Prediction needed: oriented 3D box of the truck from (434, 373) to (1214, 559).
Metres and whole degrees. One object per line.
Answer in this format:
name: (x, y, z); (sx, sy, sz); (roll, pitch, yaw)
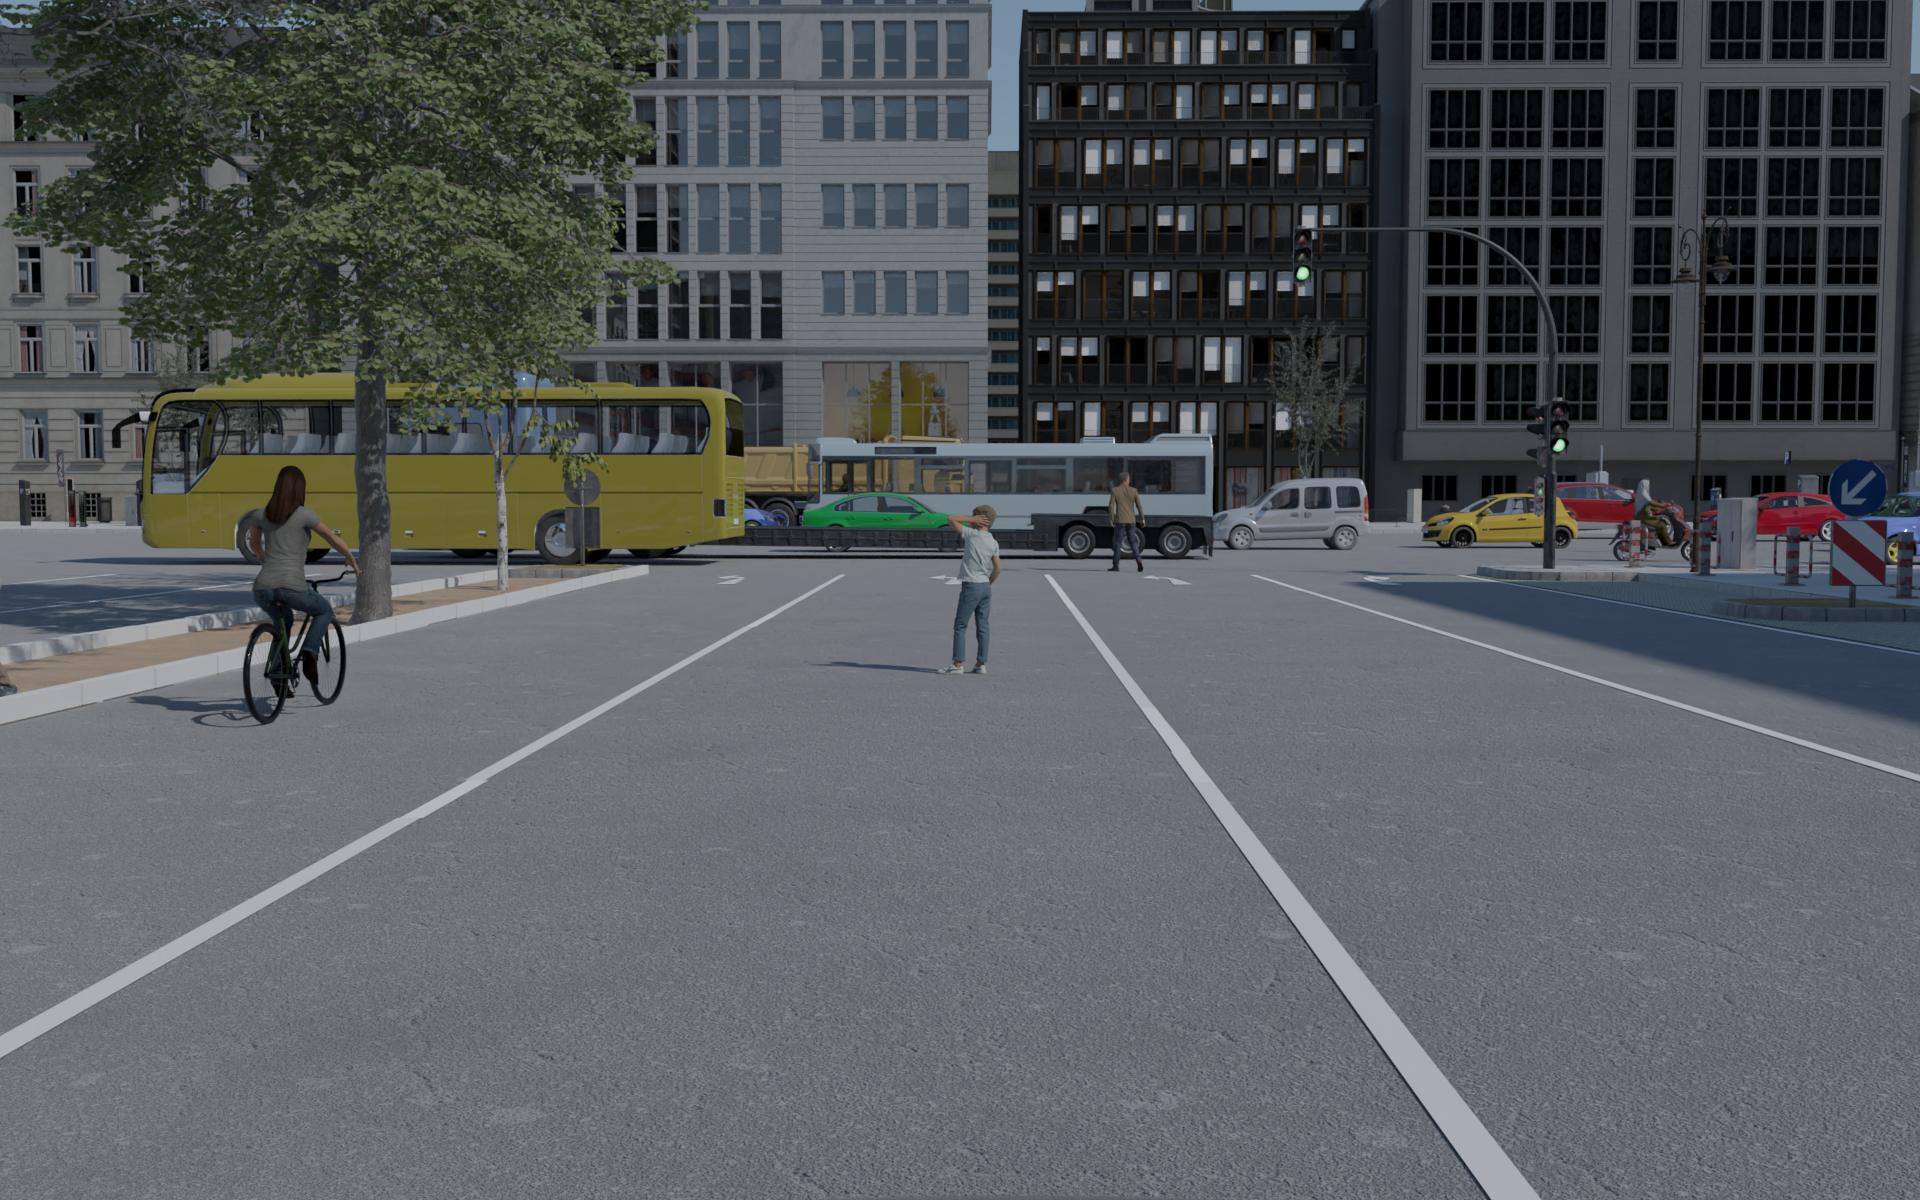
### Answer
truck: (-3.793, -3.021, 39.154); (18.799, 4.110, 2.967); (0, 4, 3)

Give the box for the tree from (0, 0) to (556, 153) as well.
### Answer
tree: (-7.124, -5.881, 8.988); (12.009, 13.543, 11.850); (0, 3, 0)

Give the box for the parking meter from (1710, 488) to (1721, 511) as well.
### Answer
parking meter: (29.150, -3.572, 66.813); (0.372, 1.533, 0.369); (0, 3, 0)

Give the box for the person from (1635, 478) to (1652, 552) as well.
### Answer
person: (16.719, -2.079, 42.507); (0.654, 1.822, 0.581); (0, 4, 1)

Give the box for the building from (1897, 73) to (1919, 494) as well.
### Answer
building: (51.874, -14.222, 81.681); (18.267, 20.994, 9.793); (0, 4, 1)

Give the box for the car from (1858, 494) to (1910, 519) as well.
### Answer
car: (23.317, -1.828, 41.692); (2.131, 1.459, 4.920); (0, 4, 1)

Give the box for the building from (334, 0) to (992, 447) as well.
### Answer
building: (-13.386, -18.719, 83.548); (29.804, 29.767, 11.434); (0, 4, 1)

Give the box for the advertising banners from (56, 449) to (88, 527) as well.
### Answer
advertising banners: (-34.537, -4.351, 67.335); (2.074, 3.025, 0.090); (2, 4, 34)

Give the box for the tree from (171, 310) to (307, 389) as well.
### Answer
tree: (-27.228, -7.142, 67.129); (4.360, 8.622, 3.978); (0, 3, 0)

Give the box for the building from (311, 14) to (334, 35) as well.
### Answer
building: (-41.132, -29.571, 133.592); (14.600, 45.320, 14.200); (0, 4, 1)

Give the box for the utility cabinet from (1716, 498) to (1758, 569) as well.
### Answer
utility cabinet: (13.412, -1.148, 29.933); (0.306, 1.237, 1.020); (0, 4, 2)

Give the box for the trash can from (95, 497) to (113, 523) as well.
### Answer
trash can: (-38.374, -4.039, 77.693); (0.748, 1.137, 0.748); (0, 3, 0)

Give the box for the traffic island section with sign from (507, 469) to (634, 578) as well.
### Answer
traffic island section with sign: (-6.745, -1.354, 30.270); (2.006, 1.907, 1.989); (0, 4, 1)

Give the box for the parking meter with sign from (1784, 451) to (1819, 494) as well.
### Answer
parking meter with sign: (34.201, -4.499, 69.821); (1.738, 3.016, 0.543); (0, 4, 7)

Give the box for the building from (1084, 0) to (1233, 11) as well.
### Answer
building: (27.837, -49.368, 245.416); (20.611, 71.187, 20.563); (0, 4, 1)

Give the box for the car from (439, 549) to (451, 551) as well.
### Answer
car: (-11.572, -1.978, 44.695); (4.827, 1.381, 2.083); (0, 4, -1)

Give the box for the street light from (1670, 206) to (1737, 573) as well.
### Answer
street light: (12.045, -3.389, 28.198); (0.468, 5.910, 1.993); (0, 4, 1)

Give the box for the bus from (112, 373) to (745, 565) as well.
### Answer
bus: (-10.704, -2.697, 35.643); (12.252, 3.916, 2.896); (0, 4, 2)

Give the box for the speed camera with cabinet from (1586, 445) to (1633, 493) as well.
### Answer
speed camera with cabinet: (26.543, -4.673, 70.744); (2.038, 3.252, 0.660); (-2, 4, -24)

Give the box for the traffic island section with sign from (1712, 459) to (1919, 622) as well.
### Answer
traffic island section with sign: (9.991, -0.710, 20.242); (1.989, 1.847, 2.006); (0, 4, 1)

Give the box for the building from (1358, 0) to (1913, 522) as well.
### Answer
building: (30.763, -17.740, 83.559); (24.014, 27.812, 14.314); (0, 4, 1)

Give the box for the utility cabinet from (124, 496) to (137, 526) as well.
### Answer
utility cabinet: (-33.458, -3.608, 70.145); (1.020, 1.237, 0.306); (3, 5, 40)

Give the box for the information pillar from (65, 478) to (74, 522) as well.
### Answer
information pillar: (-40.853, -4.586, 79.473); (0.304, 2.012, 0.304); (-3, 4, -37)

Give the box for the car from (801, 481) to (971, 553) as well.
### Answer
car: (-1.667, -2.099, 43.120); (4.718, 1.807, 1.959); (0, 4, 1)

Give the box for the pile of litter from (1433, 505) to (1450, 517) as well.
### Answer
pile of litter: (19.509, -3.379, 69.209); (1.719, 0.858, 1.176); (0, 4, 8)

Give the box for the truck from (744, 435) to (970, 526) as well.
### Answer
truck: (-3.594, -3.800, 58.059); (9.791, 3.379, 3.469); (0, 4, 2)

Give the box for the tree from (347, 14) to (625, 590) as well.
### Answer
tree: (-6.736, -4.425, 25.162); (4.737, 8.622, 4.395); (0, 3, 0)

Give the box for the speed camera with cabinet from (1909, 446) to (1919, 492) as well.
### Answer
speed camera with cabinet: (38.212, -4.480, 67.581); (2.038, 3.252, 0.660); (2, 4, 24)

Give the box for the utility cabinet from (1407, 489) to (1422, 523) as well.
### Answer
utility cabinet: (20.096, -4.157, 76.651); (0.318, 1.500, 1.173); (2, 4, 31)

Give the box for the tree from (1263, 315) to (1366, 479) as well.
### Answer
tree: (14.654, -7.465, 72.414); (4.360, 8.622, 3.978); (0, 3, 0)

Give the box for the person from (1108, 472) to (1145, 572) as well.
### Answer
person: (3.089, -1.441, 31.976); (0.656, 1.842, 0.836); (-3, 5, -40)

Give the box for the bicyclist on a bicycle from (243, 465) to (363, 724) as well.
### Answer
bicyclist on a bicycle: (-4.314, -0.075, 11.249); (1.499, 1.676, 1.625); (0, 4, 1)

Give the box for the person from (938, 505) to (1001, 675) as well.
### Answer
person: (0.077, -0.085, 13.807); (0.340, 1.345, 0.435); (3, 5, 44)

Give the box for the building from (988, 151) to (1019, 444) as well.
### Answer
building: (6.162, -38.133, 247.179); (21.600, 48.544, 21.300); (0, 4, 1)

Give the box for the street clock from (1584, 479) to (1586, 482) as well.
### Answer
street clock: (27.515, -4.355, 75.767); (0.471, 2.002, 0.358); (1, 4, 11)

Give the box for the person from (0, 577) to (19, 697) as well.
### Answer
person: (-6.558, 0.077, 11.514); (0.475, 1.303, 0.640); (1, 4, 18)

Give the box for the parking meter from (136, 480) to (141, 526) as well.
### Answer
parking meter: (-32.635, -3.874, 69.055); (0.399, 1.863, 0.255); (3, 5, 43)

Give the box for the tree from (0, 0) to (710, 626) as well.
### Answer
tree: (-6.462, -6.009, 18.837); (7.486, 12.596, 7.792); (0, 3, 0)

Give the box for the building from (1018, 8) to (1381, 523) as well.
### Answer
building: (10.833, -15.522, 83.459); (15.834, 23.373, 12.332); (0, 4, 1)

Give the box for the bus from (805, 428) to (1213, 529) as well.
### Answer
bus: (1.037, -3.597, 53.667); (13.247, 3.499, 2.948); (0, 4, 0)

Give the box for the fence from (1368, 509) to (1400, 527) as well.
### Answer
fence: (16.197, -3.158, 67.010); (2.069, 0.683, 0.278); (-2, 4, -31)

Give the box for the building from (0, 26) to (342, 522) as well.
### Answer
building: (-44.298, -15.538, 87.327); (30.059, 22.955, 16.112); (0, 4, 1)

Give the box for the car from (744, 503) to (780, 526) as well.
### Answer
car: (-7.483, -2.735, 54.306); (3.694, 1.707, 1.945); (0, 4, 2)

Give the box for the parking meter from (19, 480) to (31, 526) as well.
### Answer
parking meter: (-37.798, -3.933, 70.022); (0.399, 1.863, 0.255); (2, 4, 23)

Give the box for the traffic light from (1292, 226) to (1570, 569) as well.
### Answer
traffic light: (7.998, -3.357, 29.550); (4.771, 5.953, 1.251); (0, 4, 1)

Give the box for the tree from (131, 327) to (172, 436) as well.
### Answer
tree: (-32.810, -7.493, 72.880); (4.360, 8.622, 3.978); (0, 3, 0)
